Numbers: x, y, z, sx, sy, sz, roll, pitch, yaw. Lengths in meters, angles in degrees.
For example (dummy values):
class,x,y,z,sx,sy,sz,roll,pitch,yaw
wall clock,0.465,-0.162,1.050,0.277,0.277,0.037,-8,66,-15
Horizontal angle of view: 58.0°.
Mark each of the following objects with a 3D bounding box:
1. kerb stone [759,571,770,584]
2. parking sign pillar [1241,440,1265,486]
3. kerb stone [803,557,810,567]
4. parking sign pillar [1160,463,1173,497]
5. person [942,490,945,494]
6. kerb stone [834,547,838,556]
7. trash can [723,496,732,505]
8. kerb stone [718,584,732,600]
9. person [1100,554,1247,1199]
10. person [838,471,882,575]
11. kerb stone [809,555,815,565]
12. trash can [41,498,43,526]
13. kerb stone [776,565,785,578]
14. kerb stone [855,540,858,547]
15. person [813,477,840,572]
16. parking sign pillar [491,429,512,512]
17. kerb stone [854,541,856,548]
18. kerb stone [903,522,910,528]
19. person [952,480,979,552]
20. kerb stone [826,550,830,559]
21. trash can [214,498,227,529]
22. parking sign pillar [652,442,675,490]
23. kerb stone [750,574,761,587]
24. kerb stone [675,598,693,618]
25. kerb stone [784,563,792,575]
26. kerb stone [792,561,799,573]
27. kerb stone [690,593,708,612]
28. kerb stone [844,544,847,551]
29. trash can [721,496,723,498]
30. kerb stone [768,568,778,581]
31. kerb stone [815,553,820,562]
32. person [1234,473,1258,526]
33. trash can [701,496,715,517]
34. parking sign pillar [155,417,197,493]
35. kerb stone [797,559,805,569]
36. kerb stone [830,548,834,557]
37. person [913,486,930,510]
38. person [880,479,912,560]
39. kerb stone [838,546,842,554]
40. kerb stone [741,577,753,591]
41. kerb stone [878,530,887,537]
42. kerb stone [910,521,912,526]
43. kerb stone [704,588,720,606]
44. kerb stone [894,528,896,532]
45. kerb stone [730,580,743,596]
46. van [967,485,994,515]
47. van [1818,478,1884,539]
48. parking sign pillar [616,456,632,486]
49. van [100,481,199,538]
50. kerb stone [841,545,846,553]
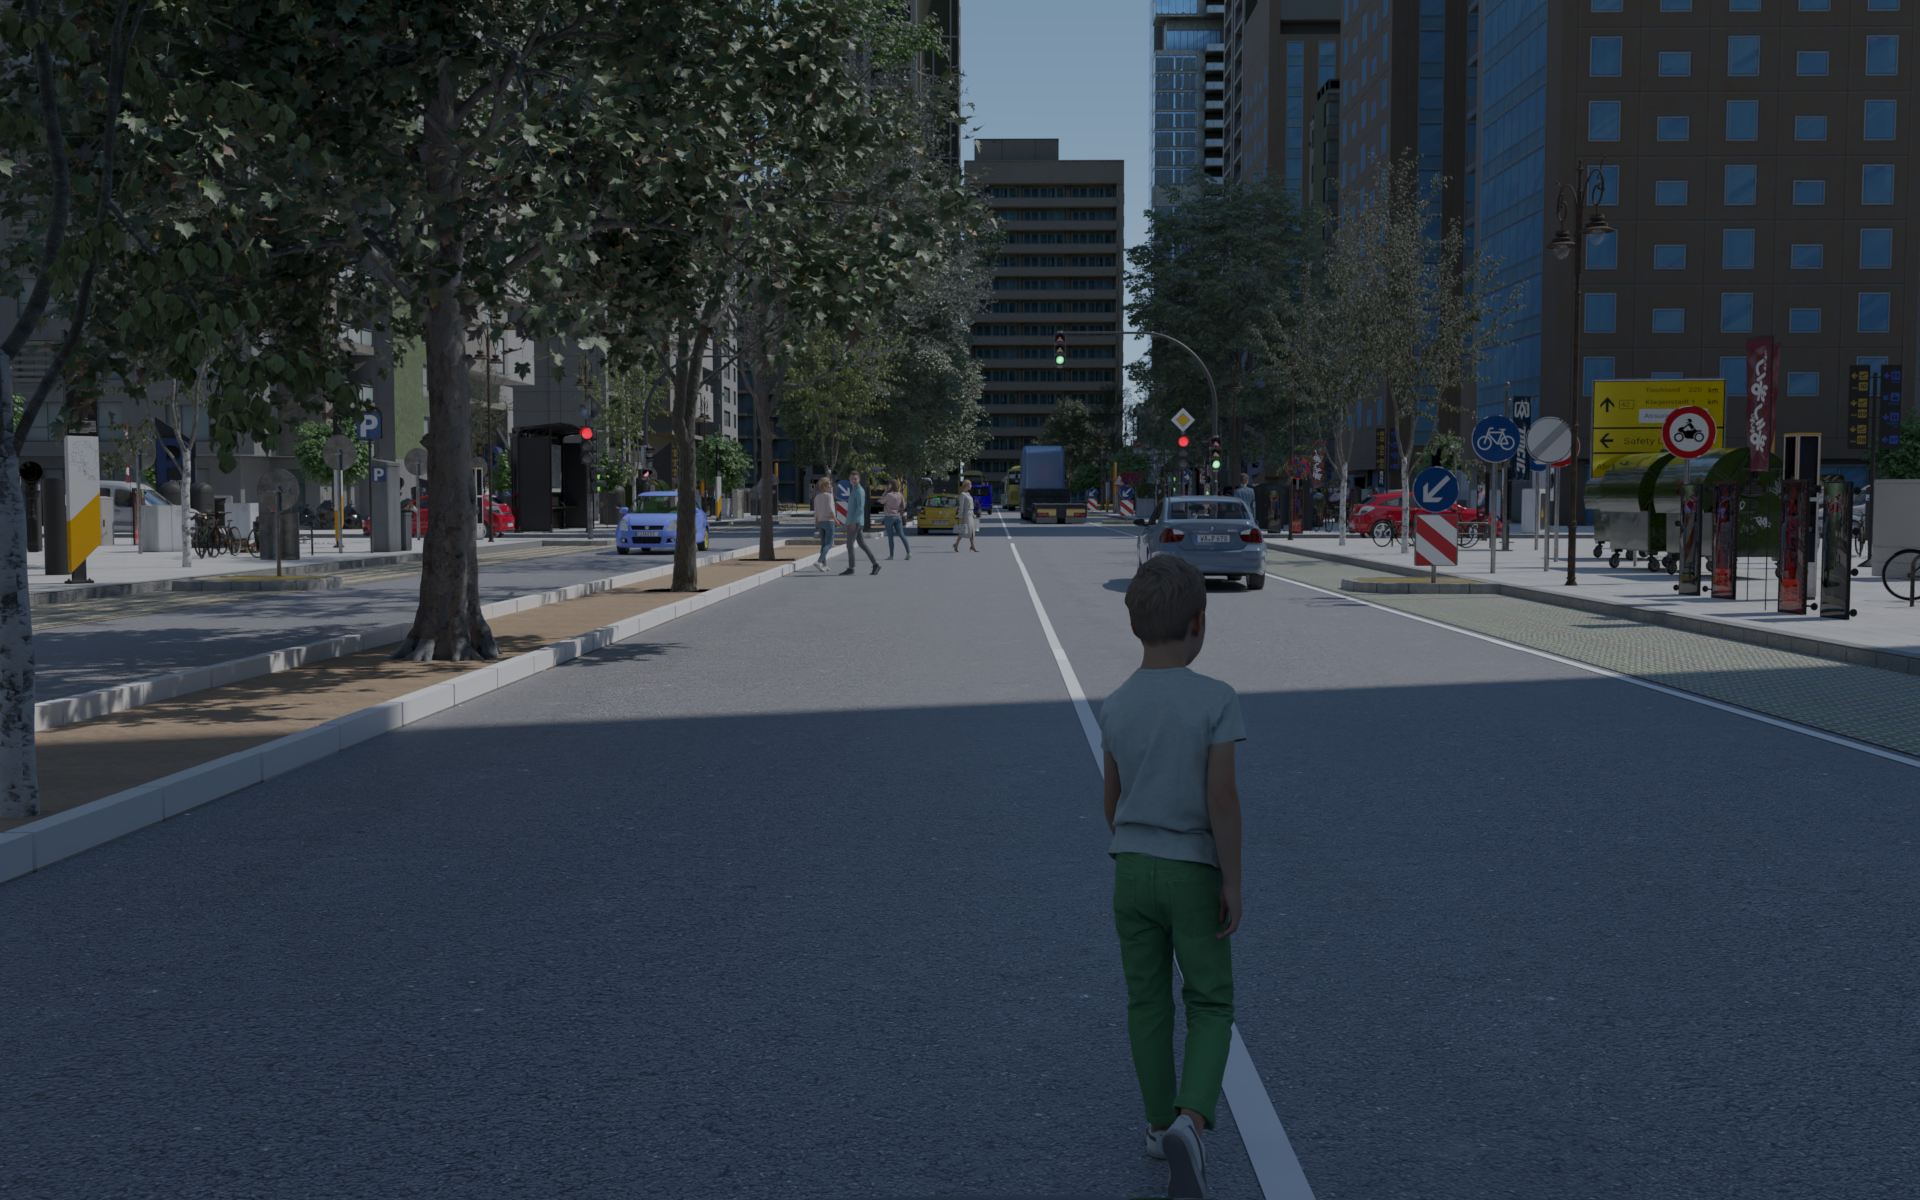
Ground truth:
class,x,y,z,sx,sy,sz,roll,pitch,yaw
kerb stone,-3.188,-0.332,27.618,0.120,0.150,1.000,0,4,1
parking sign pillar,13.884,-5.740,82.319,1.447,3.967,1.447,-3,4,-36
kerb stone,-3.084,-0.707,33.756,0.120,0.150,1.000,0,4,1
parking sign pillar,14.676,-8.122,121.264,1.447,3.967,1.447,3,5,43
person,-1.396,-8.813,152.674,0.705,1.814,1.350,1,4,18
kerb stone,-2.971,-1.080,39.905,0.120,0.150,1.000,0,4,1
trash can,-14.094,-5.861,107.478,0.748,1.137,0.748,0,3,0
kerb stone,-3.271,-0.080,23.507,0.120,0.150,1.000,0,4,1
person,0.437,0.560,3.595,0.306,1.304,0.590,1,4,8
person,-1.767,-1.354,30.495,0.748,1.841,0.638,0,4,2
kerb stone,-3.064,-0.770,34.785,0.120,0.150,1.000,0,4,1
trash can,-36.915,-3.569,70.014,0.748,1.137,0.748,0,3,0
kerb stone,-3.154,-0.457,29.668,0.120,0.150,1.000,0,4,1
kerb stone,-2.857,-1.459,46.053,0.120,0.150,1.000,0,4,1
person,-2.495,-1.393,31.942,0.731,1.740,0.598,2,4,33
parking sign pillar,-18.752,-5.033,70.760,1.447,3.967,1.447,-2,4,-35
kerb stone,-2.878,-1.389,45.021,0.120,0.150,1.000,0,4,1
kerb stone,-2.347,-3.244,75.230,0.120,0.150,1.000,0,4,1
person,0.142,-2.076,42.788,0.624,1.780,0.694,2,4,33
kerb stone,-3.000,-0.958,37.857,0.120,0.150,1.000,0,4,1
trash can,-27.662,-3.230,64.471,0.748,1.137,0.748,0,3,0
parking sign pillar,-15.338,-6.161,89.204,1.447,3.967,1.447,1,4,15
kerb stone,-3.215,-0.269,26.588,0.120,0.150,1.000,0,4,1
kerb stone,-3.322,0.112,20.425,0.120,0.150,1.000,0,4,1
kerb stone,-3.144,-0.520,30.690,0.120,0.150,1.000,0,4,1
kerb stone,-3.118,-0.582,31.712,0.120,0.150,1.000,0,4,1
kerb stone,-3.300,0.051,21.447,0.120,0.150,1.000,0,4,1
kerb stone,-2.923,-1.269,42.975,0.120,0.150,1.000,0,4,1
trash can,-17.603,-7.020,126.438,0.748,1.137,0.748,0,3,0
kerb stone,-3.172,-0.394,28.640,0.120,0.150,1.000,0,4,1
kerb stone,-3.044,-0.833,35.807,0.120,0.150,1.000,0,4,1
person,5.368,-1.478,32.694,0.581,1.822,0.654,-1,4,-9
trash can,-14.173,-5.221,97.023,0.748,1.137,0.748,0,3,0
parking sign pillar,-27.346,-4.401,60.425,1.447,3.967,1.447,-1,4,-16
kerb stone,-3.099,-0.638,32.734,0.120,0.150,1.000,0,4,1
kerb stone,-2.993,-1.021,38.883,0.120,0.150,1.000,0,4,1
person,-1.562,-3.800,70.987,0.716,1.782,0.532,0,4,1
person,-1.363,-1.748,37.676,0.593,1.750,0.643,-3,5,-40
kerb stone,-2.953,-1.144,40.927,0.120,0.150,1.000,0,4,1
kerb stone,-3.227,-0.206,25.562,0.120,0.150,1.000,0,4,1
kerb stone,-2.637,-2.241,58.848,0.120,0.150,1.000,0,4,1
kerb stone,-2.326,-3.306,76.252,0.120,0.150,1.000,0,4,1
kerb stone,-3.282,-0.017,22.479,0.120,0.150,1.000,0,4,1
kerb stone,-2.542,-2.553,63.963,0.120,0.150,1.000,0,4,1
kerb stone,-3.245,-0.143,24.531,0.120,0.150,1.000,0,4,1
van,1.270,-7.129,120.949,2.240,2.365,5.245,0,3,0
van,28.243,-2.816,53.048,4.112,2.044,2.013,0,4,1
parking sign pillar,-22.558,-7.834,116.563,1.447,3.967,1.447,2,4,27
van,-25.415,-2.825,53.201,4.112,2.044,2.013,0,4,2
kerb stone,-2.935,-1.203,41.949,0.120,0.150,1.000,0,4,1
